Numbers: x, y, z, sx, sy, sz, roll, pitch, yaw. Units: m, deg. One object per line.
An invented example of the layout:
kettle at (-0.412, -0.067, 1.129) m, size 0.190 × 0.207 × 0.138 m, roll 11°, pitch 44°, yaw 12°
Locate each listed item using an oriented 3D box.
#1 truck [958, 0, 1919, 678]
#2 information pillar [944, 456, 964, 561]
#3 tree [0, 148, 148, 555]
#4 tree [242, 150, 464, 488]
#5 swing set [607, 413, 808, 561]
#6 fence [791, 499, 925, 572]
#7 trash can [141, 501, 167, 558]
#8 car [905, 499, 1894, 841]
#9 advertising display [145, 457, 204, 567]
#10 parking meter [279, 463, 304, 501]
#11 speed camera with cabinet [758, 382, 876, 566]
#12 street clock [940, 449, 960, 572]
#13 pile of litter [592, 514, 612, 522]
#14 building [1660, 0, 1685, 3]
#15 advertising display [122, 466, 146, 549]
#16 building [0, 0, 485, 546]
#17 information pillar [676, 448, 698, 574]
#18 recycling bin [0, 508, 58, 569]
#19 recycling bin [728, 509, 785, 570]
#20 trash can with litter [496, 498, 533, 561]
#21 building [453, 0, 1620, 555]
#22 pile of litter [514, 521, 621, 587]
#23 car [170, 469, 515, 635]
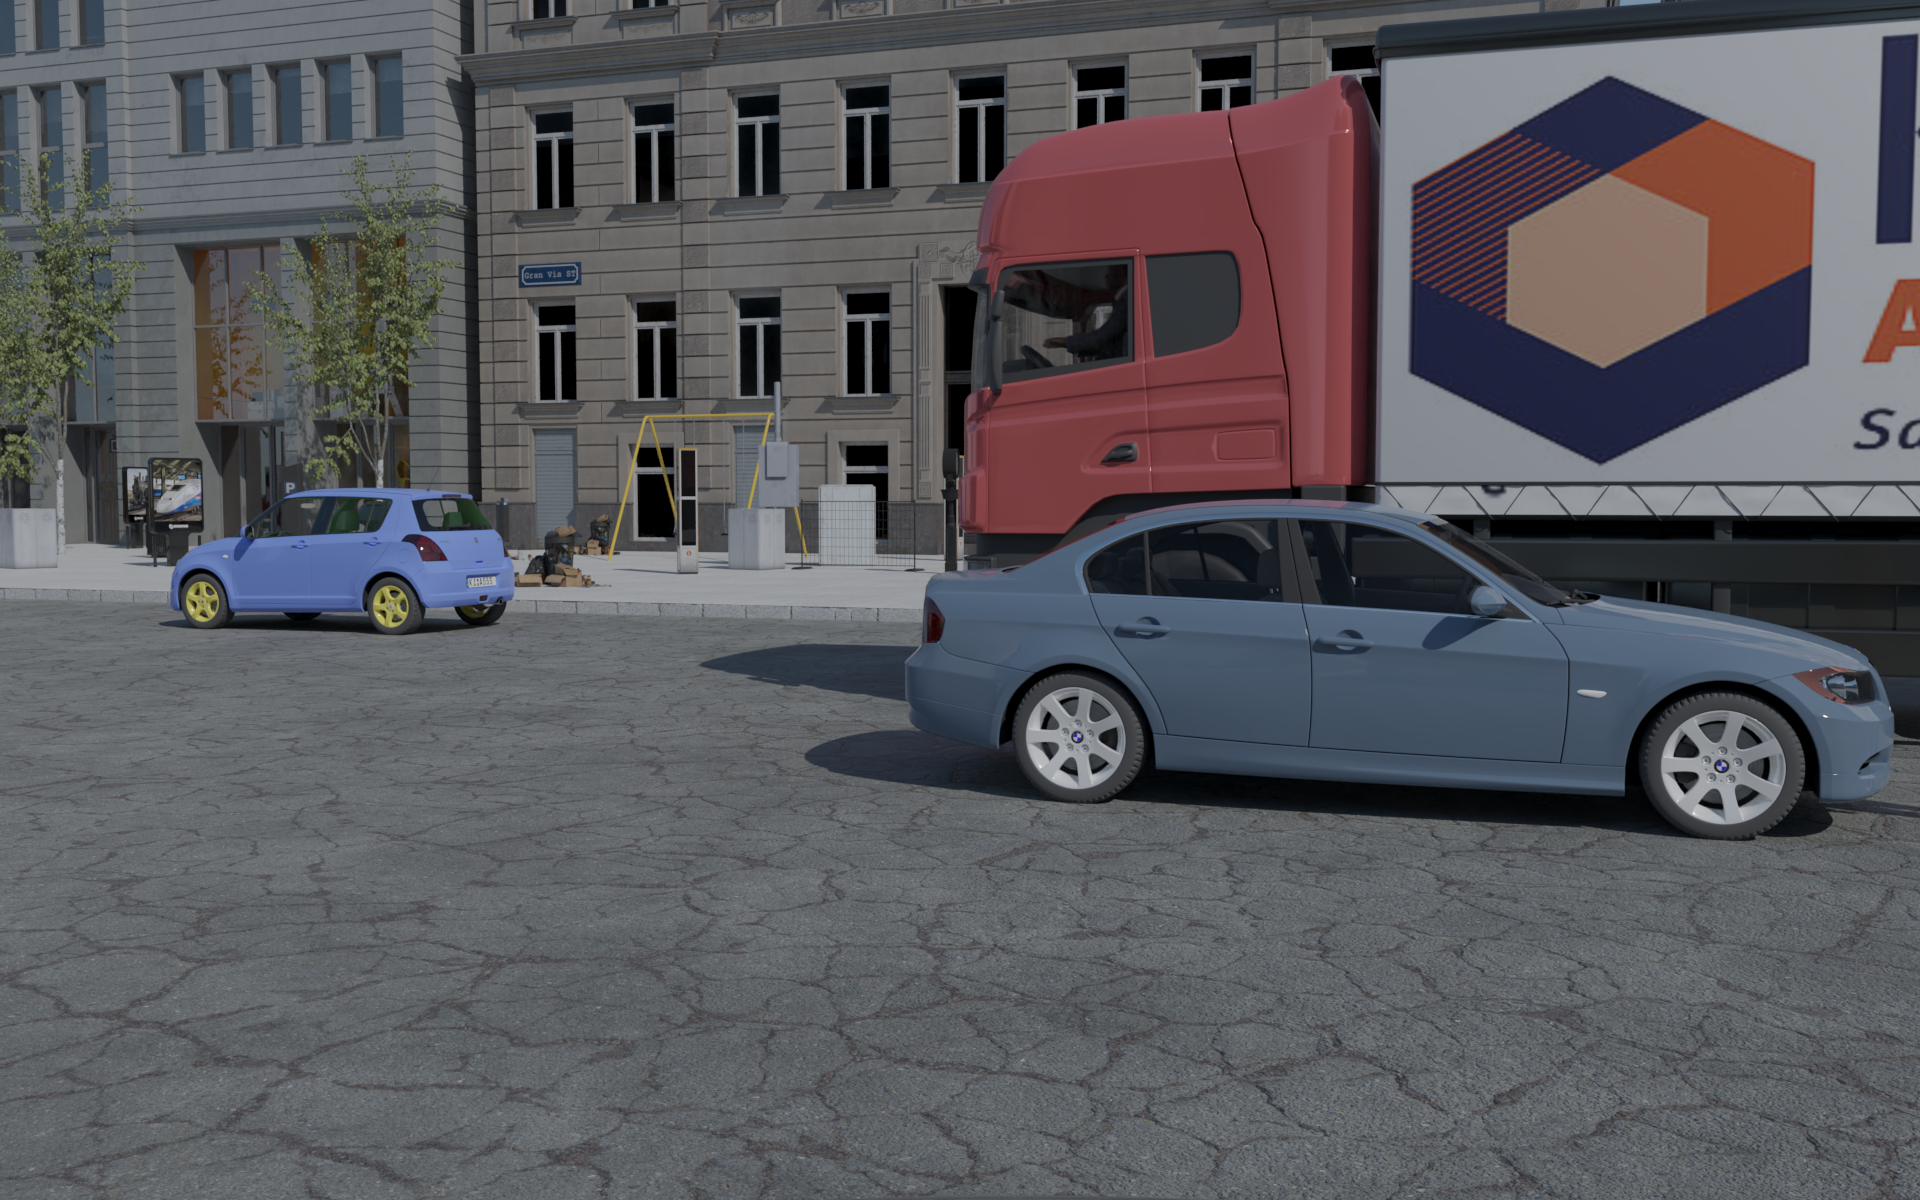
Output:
truck at (4.997, -1.342, 10.863) m, size 11.283 × 4.237 × 2.839 m, roll 1°, pitch 4°, yaw 18°
information pillar at (-0.119, -1.757, 33.220) m, size 0.304 × 2.012 × 0.304 m, roll 1°, pitch 4°, yaw 21°
tree at (-19.205, -5.258, 36.335) m, size 4.737 × 8.622 × 4.395 m, roll 0°, pitch 3°, yaw 0°
tree at (-12.578, -5.286, 36.794) m, size 4.737 × 8.622 × 4.395 m, roll 0°, pitch 3°, yaw 0°
swing set at (-5.040, -2.231, 34.101) m, size 3.119 × 2.851 × 2.862 m, roll 1°, pitch 4°, yaw 23°
fence at (-1.725, -1.099, 29.166) m, size 2.264 × 1.192 × 0.480 m, roll 1°, pitch 4°, yaw 22°
trash can at (-16.070, -1.422, 34.911) m, size 0.748 × 1.137 × 0.748 m, roll 0°, pitch 3°, yaw 0°
car at (1.989, 0.221, 8.384) m, size 4.499 × 1.417 × 2.014 m, roll 1°, pitch 4°, yaw 18°
advertising display at (-13.885, -1.559, 30.699) m, size 0.123 × 1.923 × 0.974 m, roll 2°, pitch 4°, yaw 34°
parking meter at (-12.620, -1.652, 32.720) m, size 0.399 × 1.863 × 0.255 m, roll 0°, pitch 4°, yaw -6°
speed camera with cabinet at (-2.538, -2.233, 30.851) m, size 2.038 × 3.252 × 0.660 m, roll 0°, pitch 4°, yaw 1°
street clock at (-0.142, -1.418, 27.753) m, size 0.358 × 2.002 × 0.471 m, roll 0°, pitch 4°, yaw 8°
pile of litter at (-7.849, -1.397, 36.803) m, size 1.176 × 0.858 × 1.719 m, roll -1°, pitch 4°, yaw -23°
building at (23.940, -15.097, 32.745) m, size 20.117 × 28.700 × 13.634 m, roll 1°, pitch 4°, yaw 19°
advertising display at (-19.388, -2.175, 40.768) m, size 0.123 × 1.923 × 0.974 m, roll 0°, pitch 4°, yaw 4°
building at (-24.002, -16.589, 48.719) m, size 29.804 × 29.767 × 11.434 m, roll 1°, pitch 4°, yaw 19°
information pillar at (-4.368, -1.422, 27.738) m, size 0.304 × 2.012 × 0.304 m, roll -1°, pitch 4°, yaw -17°
recycling bin at (-16.158, -1.067, 29.998) m, size 0.722 × 1.027 × 0.722 m, roll 3°, pitch 4°, yaw 39°
recycling bin at (-3.468, -1.039, 29.538) m, size 0.722 × 1.027 × 0.722 m, roll 2°, pitch 4°, yaw 30°
trash can with litter at (-8.934, -1.419, 34.265) m, size 1.678 × 1.210 × 2.233 m, roll -1°, pitch 4°, yaw -14°
building at (2.191, -14.879, 40.541) m, size 25.104 × 27.353 × 12.463 m, roll 1°, pitch 4°, yaw 19°
pile of litter at (-5.695, -0.624, 24.174) m, size 1.719 × 0.858 × 1.176 m, roll 3°, pitch 4°, yaw 37°
car at (-6.711, -0.557, 18.699) m, size 3.694 × 1.707 × 1.945 m, roll 1°, pitch 4°, yaw 19°
